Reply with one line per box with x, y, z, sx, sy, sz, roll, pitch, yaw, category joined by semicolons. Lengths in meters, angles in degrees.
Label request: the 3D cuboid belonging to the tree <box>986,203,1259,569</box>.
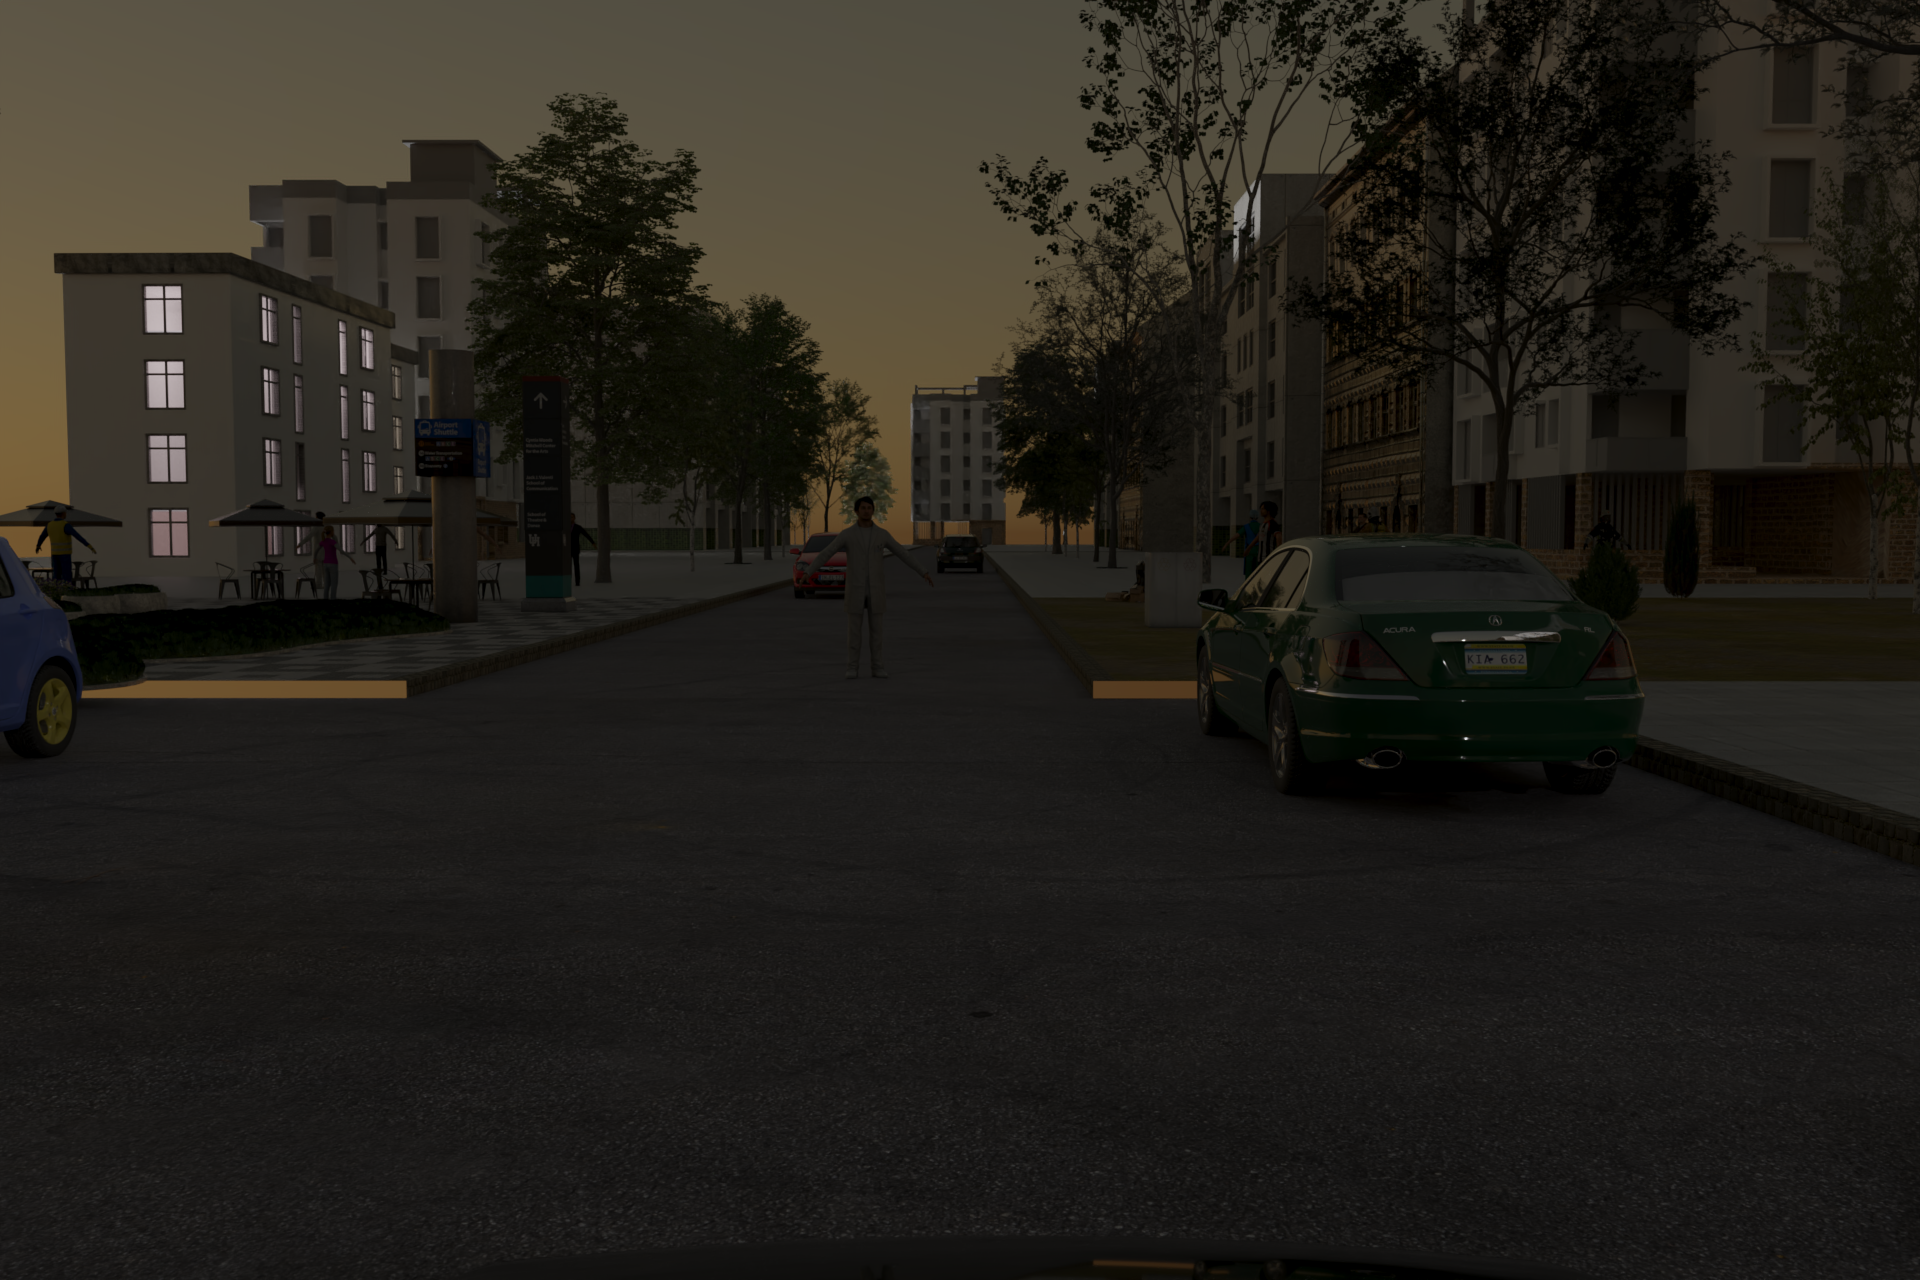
5.820;-9.410;64.229;12.009;13.543;11.850;0;3;0;tree

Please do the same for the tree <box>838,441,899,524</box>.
-11.206;-17.975;212.013;7.486;12.596;7.792;0;3;0;tree

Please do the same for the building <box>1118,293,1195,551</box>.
22.690;-18.718;136.960;19.493;23.208;18.063;0;3;0;building

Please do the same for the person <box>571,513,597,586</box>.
-9.603;-2.240;42.856;1.346;1.802;0.704;1;4;10;person

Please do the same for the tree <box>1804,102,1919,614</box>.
15.256;-4.736;27.789;4.360;8.622;3.978;0;3;0;tree

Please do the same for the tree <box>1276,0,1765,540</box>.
8.469;-5.606;26.078;7.601;10.594;8.767;-1;4;-10;tree

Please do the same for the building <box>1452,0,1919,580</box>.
21.784;-12.256;56.803;16.016;20.090;11.380;0;4;0;building

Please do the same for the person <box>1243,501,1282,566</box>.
5.017;-1.363;28.436;0.704;1.843;1.345;-1;4;-14;person

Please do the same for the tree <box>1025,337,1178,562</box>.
6.616;-8.886;79.692;7.601;10.594;8.767;-1;4;-16;tree

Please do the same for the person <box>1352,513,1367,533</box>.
10.005;-2.265;43.176;0.704;1.812;1.346;-2;4;-29;person

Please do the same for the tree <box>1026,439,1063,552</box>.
5.837;-10.497;121.987;4.360;8.622;3.978;0;3;0;tree

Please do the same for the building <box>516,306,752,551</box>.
-28.364;-17.340;149.962;16.747;18.905;31.486;0;3;0;building

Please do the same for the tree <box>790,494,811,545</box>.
-19.496;-15.688;206.861;4.360;8.622;3.978;0;3;0;tree

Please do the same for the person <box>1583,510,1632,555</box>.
15.444;-2.181;41.438;1.354;1.856;0.705;-1;4;-18;person

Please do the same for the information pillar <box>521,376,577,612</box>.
-6.835;-2.405;28.696;0.750;3.857;0.750;0;4;0;information pillar

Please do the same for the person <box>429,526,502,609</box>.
-8.447;-1.395;29.615;1.217;1.733;0.721;-1;4;-10;person

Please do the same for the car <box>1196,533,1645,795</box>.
2.650;0.052;10.952;2.131;1.459;4.920;0;4;-1;car

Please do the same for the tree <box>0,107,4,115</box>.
-12.221;-4.835;13.465;8.767;10.594;7.601;-2;4;-30;tree

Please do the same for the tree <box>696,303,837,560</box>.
-9.683;-10.201;84.905;7.486;12.596;7.792;0;3;0;tree

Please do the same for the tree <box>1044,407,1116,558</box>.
6.237;-8.577;90.592;4.737;8.622;4.395;0;3;0;tree

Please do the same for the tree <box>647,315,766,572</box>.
-9.036;-6.664;59.314;4.737;8.622;4.395;0;3;0;tree

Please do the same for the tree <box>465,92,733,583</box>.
-9.693;-7.797;45.607;7.486;12.596;7.792;0;3;0;tree

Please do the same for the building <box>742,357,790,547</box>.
-27.919;-19.323;182.390;16.747;18.905;31.486;0;4;0;building

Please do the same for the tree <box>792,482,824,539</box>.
-18.412;-16.075;213.186;4.360;8.622;3.978;0;3;0;tree

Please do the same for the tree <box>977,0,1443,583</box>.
6.917;-11.627;45.987;12.611;20.169;13.585;0;3;0;tree

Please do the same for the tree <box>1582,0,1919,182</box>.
9.232;-6.223;12.119;12.009;13.543;11.850;0;3;0;tree

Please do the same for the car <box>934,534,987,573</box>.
0.019;-3.358;64.695;2.009;1.686;4.222;0;4;1;car

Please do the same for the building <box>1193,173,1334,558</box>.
23.119;-13.897;93.669;16.747;18.905;31.486;0;4;0;building

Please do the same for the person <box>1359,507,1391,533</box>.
8.683;-1.878;36.468;1.354;1.858;0.705;-2;4;-24;person

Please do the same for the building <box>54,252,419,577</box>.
-25.949;-7.569;65.898;9.099;9.664;28.070;0;4;1;building

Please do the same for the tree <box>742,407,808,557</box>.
-9.854;-8.816;94.509;4.737;8.622;4.395;0;3;0;tree

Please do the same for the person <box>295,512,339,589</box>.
-14.977;-2.101;40.536;0.705;1.806;1.347;2;4;23;person

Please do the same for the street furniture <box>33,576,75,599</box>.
-16.759;-1.191;26.322;11.010;1.723;9.812;-3;5;-40;street furniture

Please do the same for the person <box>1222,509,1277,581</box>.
6.377;-1.930;37.674;1.347;1.817;0.704;0;4;-6;person

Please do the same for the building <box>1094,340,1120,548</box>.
22.355;-18.346;166.420;16.747;18.905;31.486;0;4;0;building

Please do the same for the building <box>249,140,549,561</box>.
-28.030;-13.954;84.573;16.016;20.090;11.380;0;4;0;building

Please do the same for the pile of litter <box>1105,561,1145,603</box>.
3.347;-1.166;33.034;1.176;0.858;1.719;0;4;0;pile of litter

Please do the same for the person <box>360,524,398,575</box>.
-18.218;-2.955;54.450;1.348;1.813;0.705;1;4;16;person

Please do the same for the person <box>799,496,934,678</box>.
-0.940;-0.527;17.260;1.347;1.806;0.705;-1;4;-11;person

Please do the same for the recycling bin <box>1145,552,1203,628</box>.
2.949;-0.697;23.957;0.722;1.027;0.722;0;4;0;recycling bin

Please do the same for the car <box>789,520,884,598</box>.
-2.815;-1.893;39.999;2.155;1.783;4.494;0;3;0;car

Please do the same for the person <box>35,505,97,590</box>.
-17.121;-1.657;33.056;1.349;1.833;0.705;1;4;14;person

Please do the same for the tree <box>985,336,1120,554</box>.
6.192;-12.448;110.176;9.857;13.997;8.962;0;3;0;tree

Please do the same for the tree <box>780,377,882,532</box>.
-8.754;-11.536;114.362;9.928;11.665;9.643;0;3;0;tree

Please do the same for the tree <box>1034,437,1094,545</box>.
12.945;-18.603;210.814;9.857;13.997;8.962;0;3;0;tree

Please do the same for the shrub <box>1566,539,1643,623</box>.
9.125;-0.819;24.504;1.383;1.207;1.383;0;3;0;shrub

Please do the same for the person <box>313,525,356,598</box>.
-10.709;-1.244;29.600;0.991;1.433;0.599;2;4;28;person

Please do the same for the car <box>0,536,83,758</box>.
-6.642;-0.015;9.837;1.945;1.707;3.694;0;3;0;car

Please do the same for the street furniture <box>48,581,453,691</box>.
-9.344;-0.196;18.831;5.734;0.657;10.072;0;4;7;street furniture

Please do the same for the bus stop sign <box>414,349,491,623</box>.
-7.316;-2.202;25.027;0.837;3.901;0.837;0;4;2;bus stop sign

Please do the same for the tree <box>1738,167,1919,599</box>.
17.753;-5.104;33.819;4.737;8.622;4.395;0;3;0;tree

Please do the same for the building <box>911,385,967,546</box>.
-5.677;-21.608;212.168;11.380;20.090;16.016;0;4;4;building

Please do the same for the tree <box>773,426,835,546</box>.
-9.147;-9.419;104.357;4.360;8.622;3.978;0;3;0;tree

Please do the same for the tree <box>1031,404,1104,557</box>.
6.221;-9.024;97.911;4.737;8.622;4.395;0;3;0;tree

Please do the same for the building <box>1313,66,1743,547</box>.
25.442;-14.538;68.620;19.493;23.208;18.063;0;4;1;building

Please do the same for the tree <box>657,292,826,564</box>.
-9.331;-9.051;73.739;9.928;11.665;9.643;0;3;0;tree
